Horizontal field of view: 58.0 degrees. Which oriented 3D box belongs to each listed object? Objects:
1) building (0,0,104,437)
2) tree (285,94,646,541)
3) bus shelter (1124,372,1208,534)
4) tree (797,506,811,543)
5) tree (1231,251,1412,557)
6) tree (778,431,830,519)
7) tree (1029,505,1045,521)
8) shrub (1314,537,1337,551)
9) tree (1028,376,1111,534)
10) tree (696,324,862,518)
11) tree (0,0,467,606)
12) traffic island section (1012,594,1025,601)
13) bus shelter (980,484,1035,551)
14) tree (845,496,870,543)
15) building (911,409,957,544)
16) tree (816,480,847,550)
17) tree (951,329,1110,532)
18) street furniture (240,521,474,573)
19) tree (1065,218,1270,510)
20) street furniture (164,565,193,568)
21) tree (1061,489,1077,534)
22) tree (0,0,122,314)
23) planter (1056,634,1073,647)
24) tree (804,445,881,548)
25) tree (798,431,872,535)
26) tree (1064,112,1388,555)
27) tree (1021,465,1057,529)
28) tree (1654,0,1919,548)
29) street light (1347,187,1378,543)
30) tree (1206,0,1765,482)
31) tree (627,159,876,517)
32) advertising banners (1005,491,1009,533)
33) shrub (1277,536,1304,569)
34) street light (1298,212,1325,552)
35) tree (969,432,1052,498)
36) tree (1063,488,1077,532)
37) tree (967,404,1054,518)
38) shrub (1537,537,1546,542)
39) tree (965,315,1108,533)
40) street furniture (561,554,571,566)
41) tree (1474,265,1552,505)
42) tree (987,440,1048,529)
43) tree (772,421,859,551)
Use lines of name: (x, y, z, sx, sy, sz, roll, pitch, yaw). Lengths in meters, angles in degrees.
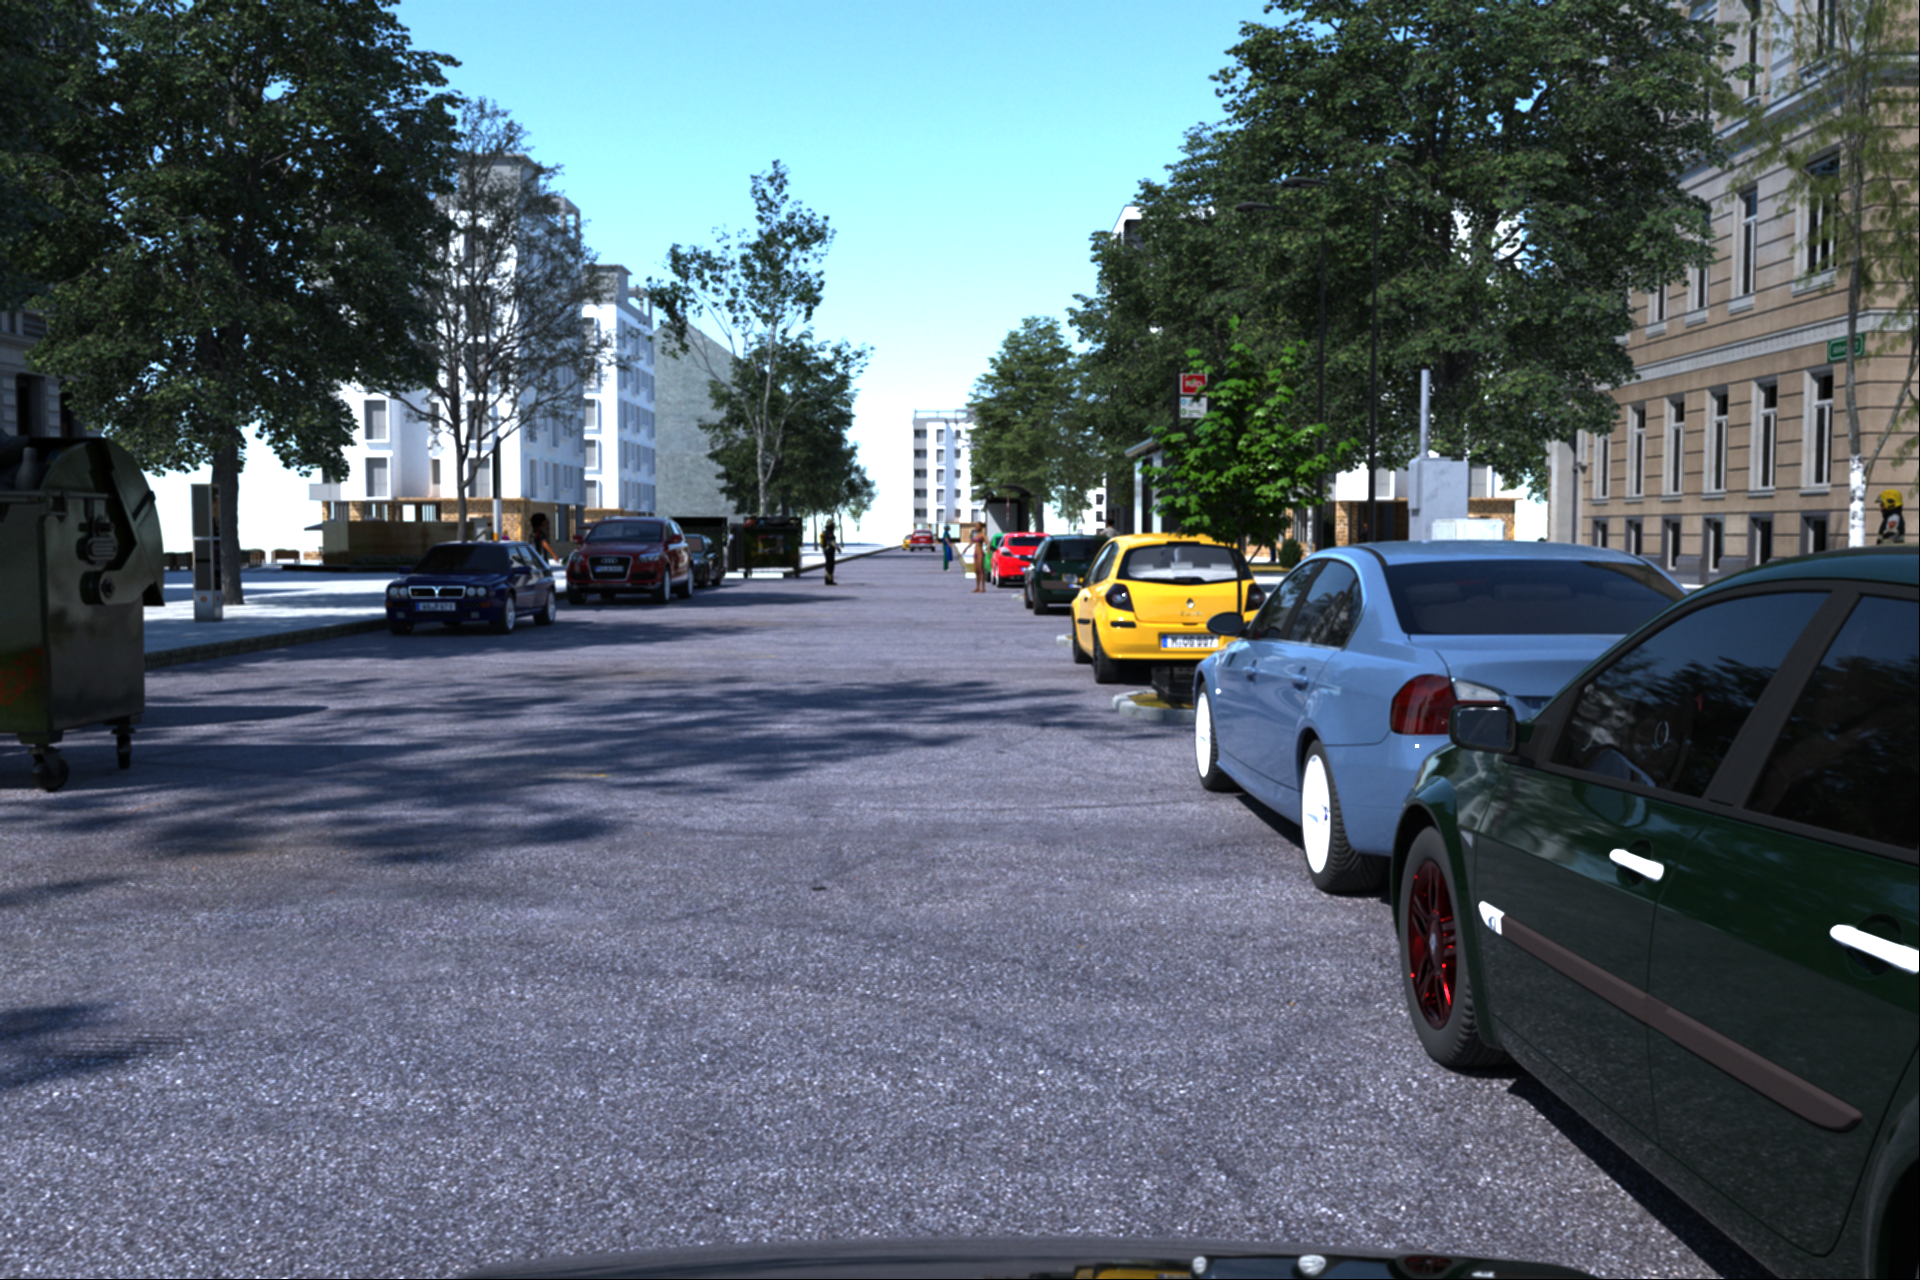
building: (-31.960, -13.321, 45.519, 11.050, 23.595, 19.941, 0, 4, 0)
tree: (-13.760, -8.414, 47.937, 12.009, 13.543, 11.850, 0, 3, 0)
bus shelter: (5.098, -3.852, 40.615, 2.179, 5.291, 8.768, 0, 4, 0)
tree: (-22.757, -18.548, 253.619, 4.737, 8.622, 4.395, 0, 3, 0)
tree: (8.558, -5.544, 41.013, 4.737, 8.622, 4.395, 0, 3, 0)
tree: (-10.690, -10.177, 116.762, 4.737, 8.622, 4.395, 0, 3, 0)
tree: (9.056, -19.536, 253.833, 7.601, 10.594, 8.767, 0, 4, 1)
shrub: (14.790, -3.605, 70.064, 1.383, 1.207, 1.383, 0, 3, 0)
tree: (4.909, -8.017, 81.437, 4.360, 8.622, 3.978, 0, 3, 0)
tree: (-10.731, -12.121, 104.837, 9.857, 13.997, 8.962, 0, 3, 0)
tree: (-13.371, -7.609, 31.057, 9.857, 13.997, 8.962, 0, 3, 0)
traffic island section: (2.139, -0.927, 38.021, 1.991, 0.108, 1.994, 0, 4, 0)
bus shelter: (1.952, -4.803, 72.460, 2.014, 3.302, 5.546, 0, 4, -2)
tree: (-15.024, -18.530, 253.332, 4.737, 8.622, 4.395, 0, 3, 0)
building: (-6.831, -24.098, 252.886, 11.380, 20.090, 16.016, 0, 4, 2)
tree: (-11.172, -11.649, 140.823, 4.737, 8.622, 4.395, 0, 3, 0)
tree: (4.609, -11.772, 102.845, 12.009, 13.543, 11.850, 0, 3, 0)
street furniture: (-18.915, -3.331, 61.314, 9.812, 1.723, 11.010, 3, 5, 44)
tree: (8.976, -9.890, 68.355, 9.857, 13.997, 8.962, 0, 3, 0)
street furniture: (-34.326, -3.057, 65.612, 5.734, 0.657, 10.072, 3, 5, 44)
tree: (16.799, -18.167, 247.391, 4.360, 8.622, 3.978, 0, 3, 0)
tree: (-13.581, -6.771, 17.363, 9.857, 13.997, 8.962, 0, 3, 0)
planter: (2.265, -0.088, 22.584, 1.991, 0.319, 1.994, 0, 4, 1)
tree: (-11.104, -13.829, 160.509, 8.767, 10.594, 7.601, -3, 4, -37)
tree: (-11.206, -13.140, 149.249, 8.767, 10.594, 7.601, 2, 4, 34)
tree: (8.194, -8.865, 51.591, 9.857, 13.997, 8.962, 0, 3, 0)
tree: (5.005, -10.549, 122.840, 4.737, 8.622, 4.395, 0, 3, 0)
tree: (8.341, -4.038, 16.389, 4.360, 8.622, 3.978, 0, 3, 0)
street light: (5.957, -3.069, 22.712, 1.470, 5.913, 1.316, 0, 4, 0)
tree: (8.473, -7.545, 30.014, 9.857, 13.997, 8.962, 0, 3, 0)
tree: (-10.809, -14.328, 90.158, 12.611, 20.169, 13.585, 0, 3, 0)
advertising banners: (1.833, -4.376, 67.728, 0.090, 3.025, 2.074, 0, 4, -1)
shrub: (12.013, -3.173, 62.993, 1.383, 1.207, 1.383, 0, 3, 0)
street light: (5.631, -3.173, 24.422, 1.470, 5.913, 1.316, 0, 3, 0)
tree: (4.705, -14.150, 157.113, 9.928, 11.665, 9.643, 0, 3, 0)
tree: (17.022, -18.443, 251.911, 4.360, 8.622, 3.978, 0, 3, 0)
tree: (4.233, -13.936, 145.980, 7.486, 12.596, 7.792, 0, 3, 0)
shrub: (25.309, -3.923, 75.259, 1.383, 1.207, 1.383, 0, 3, 0)
tree: (3.803, -10.533, 90.335, 7.486, 12.596, 7.792, 0, 3, 0)
street furniture: (-12.843, -3.530, 73.340, 10.072, 0.657, 5.734, -3, 5, -43)
tree: (25.270, -9.497, 73.403, 7.486, 12.596, 7.792, 0, 3, 0)
tree: (4.112, -10.110, 115.662, 4.737, 8.622, 4.395, 0, 3, 0)
tree: (-11.168, -11.980, 130.292, 7.601, 10.594, 8.767, -2, 4, -31)
